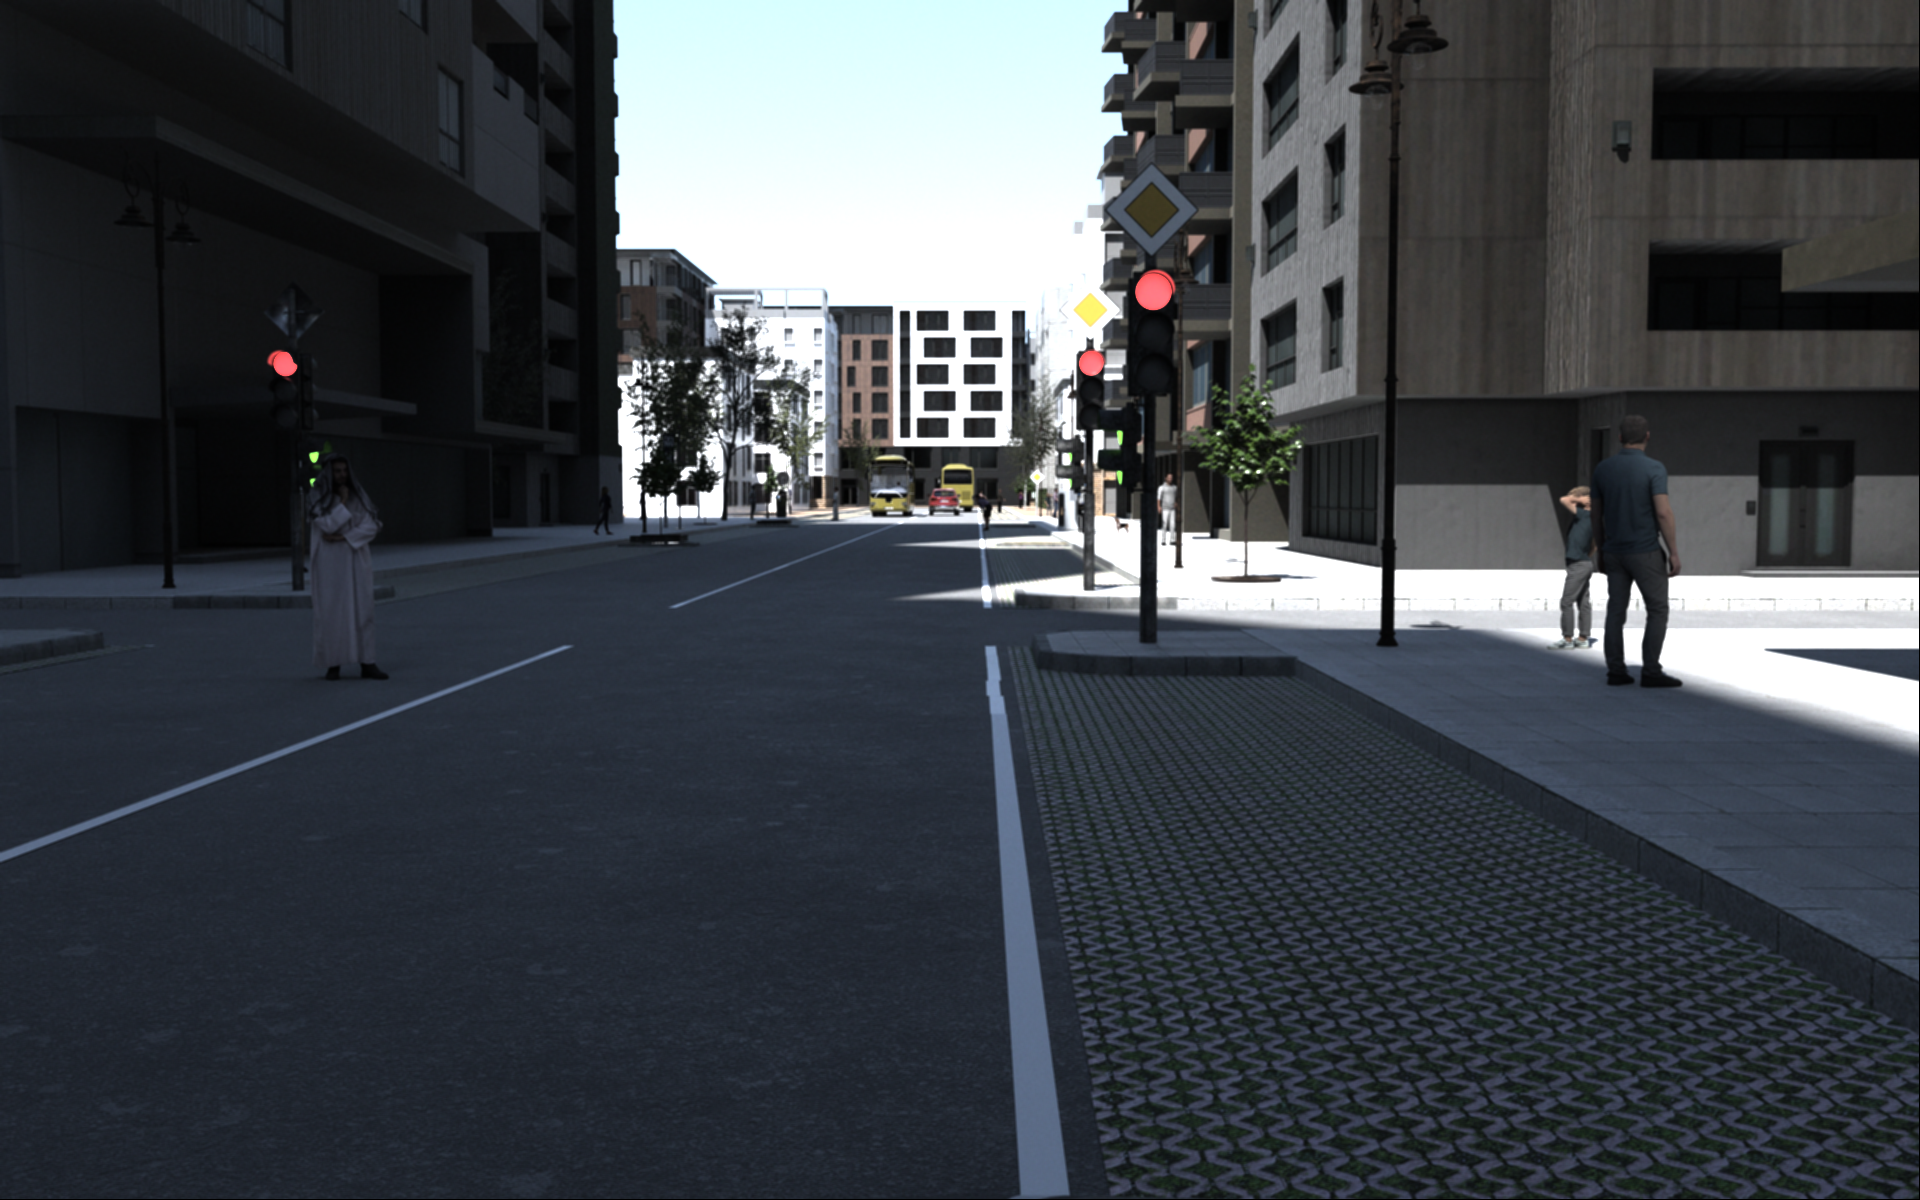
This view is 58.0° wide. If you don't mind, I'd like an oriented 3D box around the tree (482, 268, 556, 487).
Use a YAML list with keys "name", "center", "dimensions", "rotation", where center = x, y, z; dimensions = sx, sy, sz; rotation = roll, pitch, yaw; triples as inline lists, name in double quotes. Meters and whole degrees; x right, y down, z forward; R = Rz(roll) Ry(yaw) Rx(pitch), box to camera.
- name: "tree"
  center: [-15.232, -6.444, 55.716]
  dimensions: [4.360, 8.622, 3.978]
  rotation: [0, 3, 0]

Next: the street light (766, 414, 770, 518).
- name: "street light"
  center: [-10.166, -7.256, 91.417]
  dimensions: [0.468, 5.910, 1.993]
  rotation: [0, 4, 1]

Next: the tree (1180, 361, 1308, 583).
- name: "tree"
  center: [4.317, -1.879, 25.327]
  dimensions: [1.663, 3.219, 1.824]
  rotation: [0, 3, 0]

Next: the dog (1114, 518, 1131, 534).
- name: "dog"
  center: [5.268, -2.402, 56.107]
  dimensions: [0.406, 0.507, 0.540]
  rotation: [2, 4, 26]

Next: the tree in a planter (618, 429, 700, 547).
- name: "tree in a planter"
  center: [-8.244, -3.082, 47.621]
  dimensions: [1.991, 3.239, 1.994]
  rotation: [0, 4, 1]

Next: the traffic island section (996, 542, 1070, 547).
- name: "traffic island section"
  center: [1.983, -1.514, 47.622]
  dimensions: [1.991, 0.108, 1.994]
  rotation: [0, 4, 1]

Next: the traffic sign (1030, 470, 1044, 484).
- name: "traffic sign"
  center: [4.191, -5.750, 93.742]
  dimensions: [0.795, 2.593, 0.064]
  rotation: [0, 4, 4]

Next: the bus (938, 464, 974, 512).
- name: "bus"
  center: [-0.291, -9.158, 141.279]
  dimensions: [2.896, 3.916, 12.252]
  rotation: [0, 4, -1]

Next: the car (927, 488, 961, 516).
- name: "car"
  center: [-1.079, -6.596, 116.523]
  dimensions: [2.281, 1.827, 5.304]
  rotation: [0, 4, -1]

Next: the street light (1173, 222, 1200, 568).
- name: "street light"
  center: [3.780, -3.486, 29.780]
  dimensions: [0.468, 5.910, 1.993]
  rotation: [0, 4, 1]

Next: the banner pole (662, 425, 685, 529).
- name: "banner pole"
  center: [-10.441, -4.466, 63.042]
  dimensions: [0.863, 3.779, 0.401]
  rotation: [0, 3, 0]

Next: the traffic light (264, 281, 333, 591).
- name: "traffic light"
  center: [-8.790, -2.080, 22.935]
  dimensions: [0.839, 4.253, 0.868]
  rotation: [0, 4, 1]

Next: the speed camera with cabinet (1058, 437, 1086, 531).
- name: "speed camera with cabinet"
  center: [3.997, -4.059, 60.704]
  dimensions: [0.660, 3.252, 2.038]
  rotation: [-1, 4, -14]

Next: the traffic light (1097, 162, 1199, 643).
- name: "traffic light"
  center: [1.609, -1.586, 14.860]
  dimensions: [0.839, 4.253, 0.868]
  rotation: [0, 4, 1]

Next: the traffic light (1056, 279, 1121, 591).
- name: "traffic light"
  center: [1.691, -2.075, 22.845]
  dimensions: [0.839, 4.253, 0.868]
  rotation: [0, 4, 1]

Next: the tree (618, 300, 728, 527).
- name: "tree"
  center: [-11.303, -7.111, 66.619]
  dimensions: [4.737, 8.622, 4.395]
  rotation: [0, 3, 0]

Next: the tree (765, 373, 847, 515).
- name: "tree"
  center: [-10.211, -9.436, 104.643]
  dimensions: [4.737, 8.622, 4.395]
  rotation: [0, 3, 0]

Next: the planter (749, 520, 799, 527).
- name: "planter"
  center: [-7.980, -3.276, 74.706]
  dimensions: [1.991, 0.319, 1.994]
  rotation: [0, 4, 1]

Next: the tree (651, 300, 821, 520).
- name: "tree"
  center: [-11.226, -9.128, 83.649]
  dimensions: [7.601, 10.594, 8.767]
  rotation: [3, 5, 41]

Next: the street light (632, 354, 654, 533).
- name: "street light"
  center: [-10.478, -5.172, 57.348]
  dimensions: [0.468, 5.910, 1.993]
  rotation: [0, 4, 1]

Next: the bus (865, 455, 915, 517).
- name: "bus"
  center: [-4.400, -7.451, 113.370]
  dimensions: [2.896, 3.916, 12.252]
  rotation: [0, 4, 0]

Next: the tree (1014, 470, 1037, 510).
- name: "tree"
  center: [5.675, -8.925, 140.517]
  dimensions: [1.663, 3.219, 1.824]
  rotation: [0, 3, 0]

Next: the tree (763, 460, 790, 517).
- name: "tree"
  center: [-10.751, -6.365, 98.670]
  dimensions: [1.663, 3.219, 1.824]
  rotation: [0, 3, 0]

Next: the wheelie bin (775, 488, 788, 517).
- name: "wheelie bin"
  center: [-9.878, -5.380, 95.863]
  dimensions: [0.693, 1.594, 0.980]
  rotation: [-1, 4, -9]

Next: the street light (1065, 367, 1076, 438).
- name: "street light"
  center: [4.102, -5.536, 63.303]
  dimensions: [0.468, 5.910, 1.993]
  rotation: [0, 4, 1]

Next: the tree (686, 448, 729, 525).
- name: "tree"
  center: [-10.830, -4.798, 73.045]
  dimensions: [1.663, 3.219, 1.824]
  rotation: [0, 3, 0]

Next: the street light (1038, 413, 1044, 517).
- name: "street light"
  center: [4.519, -7.584, 96.780]
  dimensions: [0.468, 5.910, 1.993]
  rotation: [0, 4, 1]

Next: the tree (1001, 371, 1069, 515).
- name: "tree"
  center: [4.616, -9.417, 104.338]
  dimensions: [4.360, 8.622, 3.978]
  rotation: [0, 3, 0]

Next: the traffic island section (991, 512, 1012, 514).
- name: "traffic island section"
  center: [2.787, -6.291, 125.724]
  dimensions: [1.991, 0.108, 1.994]
  rotation: [0, 4, 1]

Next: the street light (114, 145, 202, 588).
- name: "street light"
  center: [-10.800, -3.100, 23.468]
  dimensions: [0.468, 5.910, 1.993]
  rotation: [0, 4, 1]

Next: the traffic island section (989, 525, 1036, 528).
- name: "traffic island section"
  center: [2.260, -3.162, 74.564]
  dimensions: [1.991, 0.108, 1.994]
  rotation: [0, 4, 1]

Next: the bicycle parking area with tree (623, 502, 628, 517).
- name: "bicycle parking area with tree"
  center: [-21.731, -6.319, 90.319]
  dimensions: [8.231, 4.147, 9.016]
  rotation: [1, 4, 15]

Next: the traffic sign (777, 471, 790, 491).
- name: "traffic sign"
  center: [-9.913, -5.928, 97.033]
  dimensions: [0.768, 2.556, 0.104]
  rotation: [1, 4, 9]

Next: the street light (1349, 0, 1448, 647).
- name: "street light"
  center: [3.615, -2.550, 14.476]
  dimensions: [0.468, 5.910, 1.993]
  rotation: [0, 4, 1]

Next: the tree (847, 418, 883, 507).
- name: "tree"
  center: [-9.560, -13.164, 165.601]
  dimensions: [4.737, 8.622, 4.395]
  rotation: [0, 3, 0]
